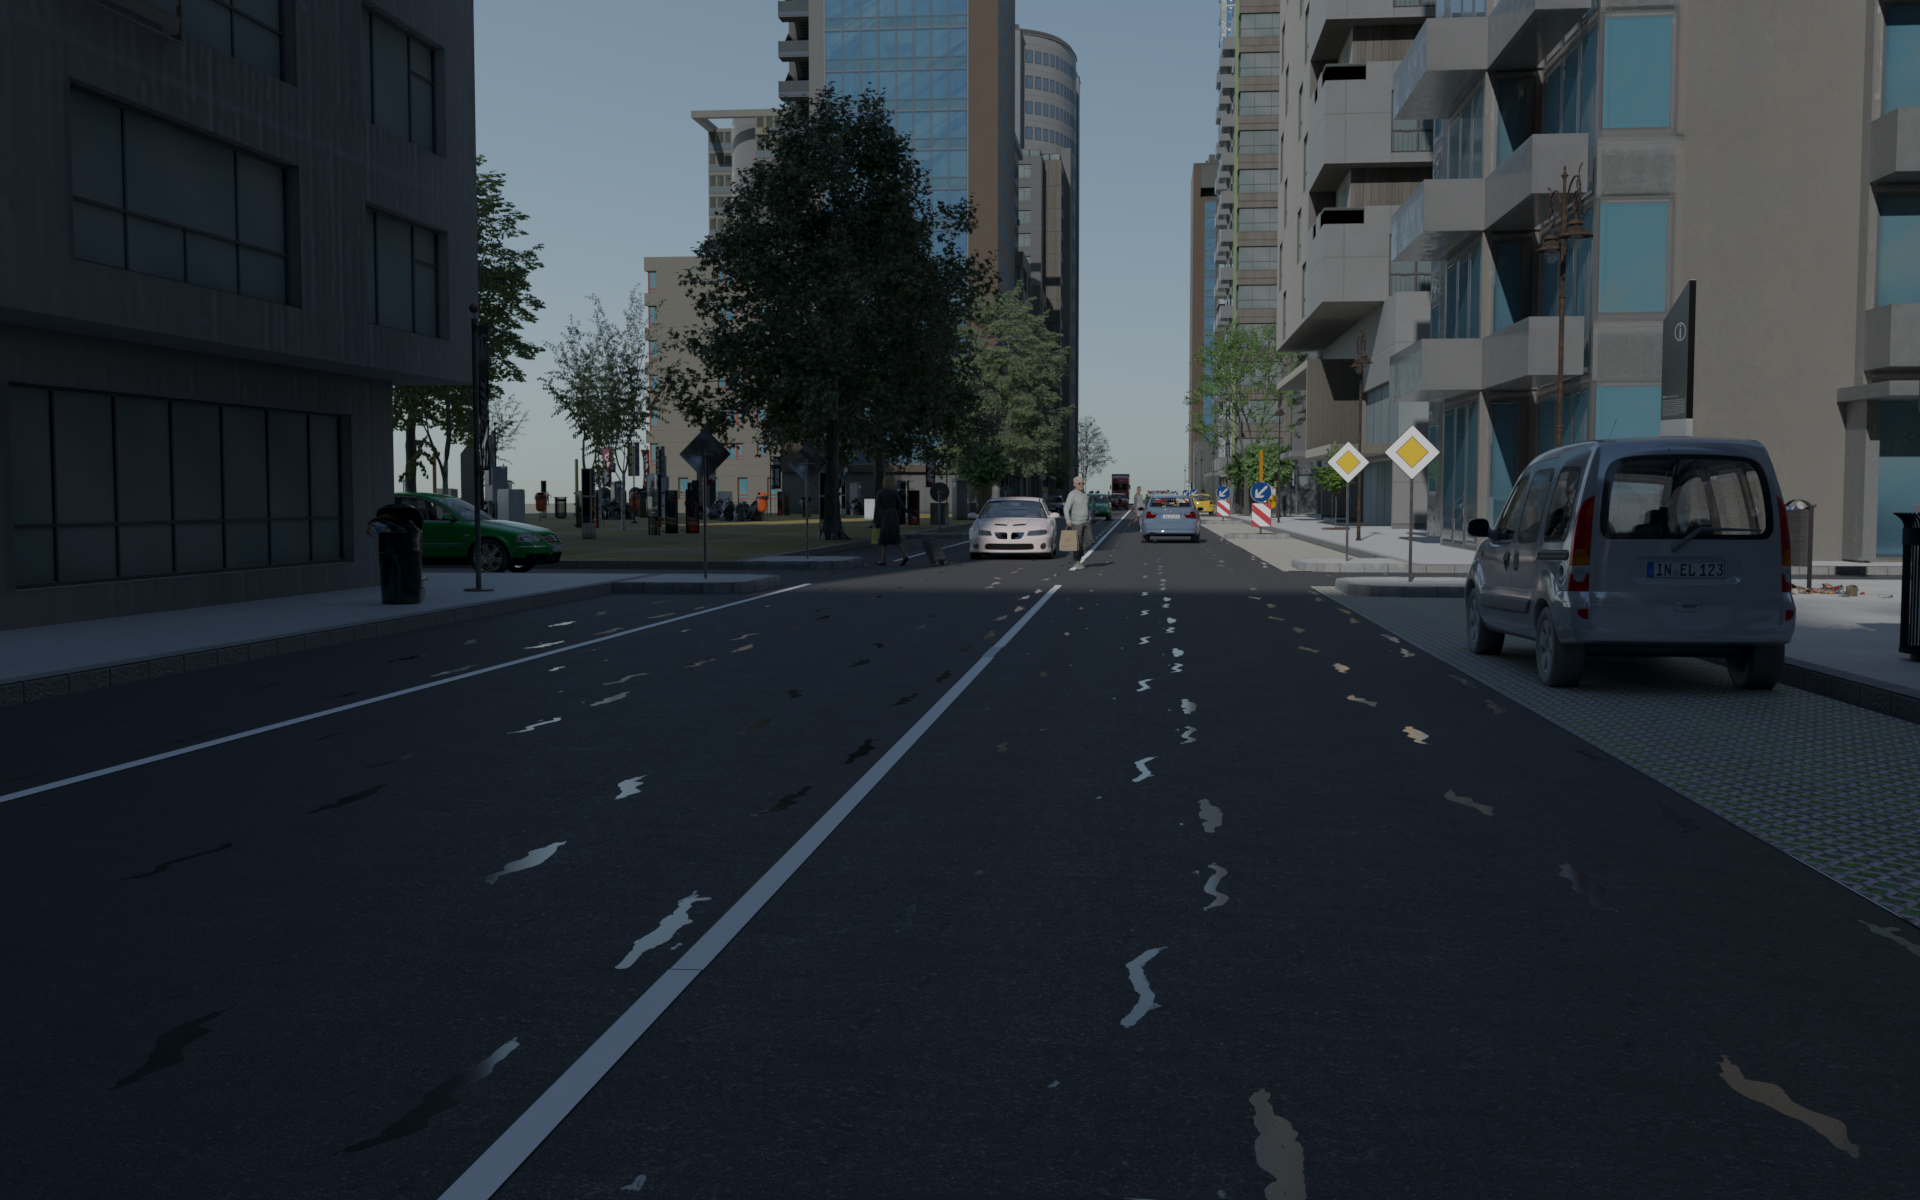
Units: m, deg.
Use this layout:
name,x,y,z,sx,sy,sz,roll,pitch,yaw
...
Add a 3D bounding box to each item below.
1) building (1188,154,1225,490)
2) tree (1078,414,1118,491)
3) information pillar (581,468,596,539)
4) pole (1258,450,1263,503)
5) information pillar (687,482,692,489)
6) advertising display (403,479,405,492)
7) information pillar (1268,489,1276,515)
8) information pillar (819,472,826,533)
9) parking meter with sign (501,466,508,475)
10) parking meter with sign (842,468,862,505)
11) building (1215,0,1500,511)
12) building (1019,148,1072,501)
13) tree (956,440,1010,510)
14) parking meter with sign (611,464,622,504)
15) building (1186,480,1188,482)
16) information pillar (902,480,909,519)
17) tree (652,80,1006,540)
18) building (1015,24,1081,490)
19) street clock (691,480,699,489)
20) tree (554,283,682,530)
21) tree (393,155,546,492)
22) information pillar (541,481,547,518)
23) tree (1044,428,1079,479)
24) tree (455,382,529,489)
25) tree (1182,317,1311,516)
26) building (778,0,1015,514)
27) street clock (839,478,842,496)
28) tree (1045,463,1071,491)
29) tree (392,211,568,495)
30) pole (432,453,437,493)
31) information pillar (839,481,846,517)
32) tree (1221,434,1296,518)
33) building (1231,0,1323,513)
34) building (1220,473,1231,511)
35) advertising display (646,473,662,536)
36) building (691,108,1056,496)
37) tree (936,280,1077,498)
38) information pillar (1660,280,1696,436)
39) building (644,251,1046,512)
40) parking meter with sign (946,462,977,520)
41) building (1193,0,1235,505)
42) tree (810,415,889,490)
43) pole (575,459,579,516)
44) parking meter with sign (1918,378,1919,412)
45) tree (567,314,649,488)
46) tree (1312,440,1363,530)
name,x,y,z,sx,sy,sz,roll,pitch,yaw
building,37.329,-35.334,227.825,14.600,45.320,14.200,0,4,6
tree,19.041,-21.737,265.762,12.009,13.543,11.850,0,3,0
information pillar,-10.606,-2.750,49.449,0.304,2.012,0.304,1,4,12
pole,14.061,-5.330,80.988,0.158,3.312,0.155,0,3,0
information pillar,-16.859,-6.346,108.254,0.304,2.012,0.304,1,4,13
advertising display,-24.026,-4.305,75.607,0.123,1.923,0.974,-3,5,-44
information pillar,18.975,-6.981,105.487,0.504,3.616,0.183,0,4,-8
information pillar,-4.432,-3.193,56.694,0.304,2.012,0.304,1,4,10
parking meter with sign,-28.331,-6.782,107.146,0.543,3.016,1.738,-1,4,-9
parking meter with sign,-6.659,-6.972,110.249,1.738,3.016,0.543,2,4,33
building,35.884,-33.418,166.000,23.786,49.044,30.456,0,4,6
building,5.561,-31.555,199.525,14.154,41.232,14.086,0,4,6
tree,1.193,-6.821,95.234,4.285,4.588,4.351,0,3,0
parking meter with sign,-19.027,-6.085,95.743,0.543,3.016,1.738,-2,4,-29
building,44.815,-38.515,249.324,23.786,49.044,30.456,0,4,6
information pillar,-2.819,-5.205,89.592,0.304,2.012,0.304,2,4,25
tree,-3.566,-8.026,48.230,9.611,12.733,9.660,0,3,0
building,4.114,-41.491,220.382,21.231,58.520,28.212,0,4,6
street clock,-13.620,-5.168,89.073,0.358,2.002,0.471,1,4,18
tree,-11.877,-6.777,61.162,4.360,8.622,3.978,0,3,0
tree,-15.499,-8.066,50.005,7.486,12.596,7.792,0,3,0
information pillar,-22.598,-5.477,94.040,0.304,2.012,0.304,-1,4,-13
tree,10.381,-14.386,185.569,4.737,8.622,4.395,0,3,0
tree,-24.829,-8.561,90.334,4.360,8.622,3.978,0,3,0
tree,16.798,-10.699,100.678,9.928,11.665,9.643,0,3,0
building,-3.727,-28.521,116.428,14.600,45.320,14.200,0,4,6
street clock,-5.426,-4.427,76.950,0.358,2.002,0.471,-1,4,-18
tree,9.872,-12.006,180.007,4.285,4.588,4.351,0,3,0
tree,-12.090,-5.463,39.685,4.737,8.622,4.395,0,3,0
pole,-26.147,-5.650,86.219,0.158,3.312,0.155,0,3,0
information pillar,-6.572,-5.651,96.886,0.304,2.012,0.304,-2,4,-29
tree,16.743,-6.750,94.073,4.285,4.588,4.351,0,3,0
building,26.023,-26.708,120.268,14.154,41.232,14.086,0,4,6
building,37.462,-27.297,138.187,32.217,40.220,23.993,0,4,6
advertising display,-9.535,-2.981,53.958,0.123,1.923,0.974,-2,4,-32
building,-7.096,-29.005,166.114,32.217,40.220,23.993,0,4,6
tree,2.007,-11.986,102.634,9.857,13.997,8.962,0,3,0
information pillar,7.954,-1.704,19.219,0.183,3.616,0.504,-1,4,-12
building,-7.722,-18.003,139.385,27.650,21.520,28.899,0,4,6
parking meter with sign,0.012,-5.451,85.385,1.738,3.016,0.543,-3,4,-37
building,39.382,-54.495,203.661,22.319,86.520,31.000,0,4,6
tree,-4.122,-8.097,82.745,4.360,8.622,3.978,0,3,0
pole,-22.253,-6.527,100.552,0.158,3.312,0.155,0,3,0
parking meter with sign,14.244,-1.725,24.462,0.543,3.016,1.738,0,4,1
tree,-15.271,-7.423,71.724,4.737,8.622,4.395,0,3,0
tree,13.433,-4.148,62.417,1.663,3.219,1.824,0,3,0
